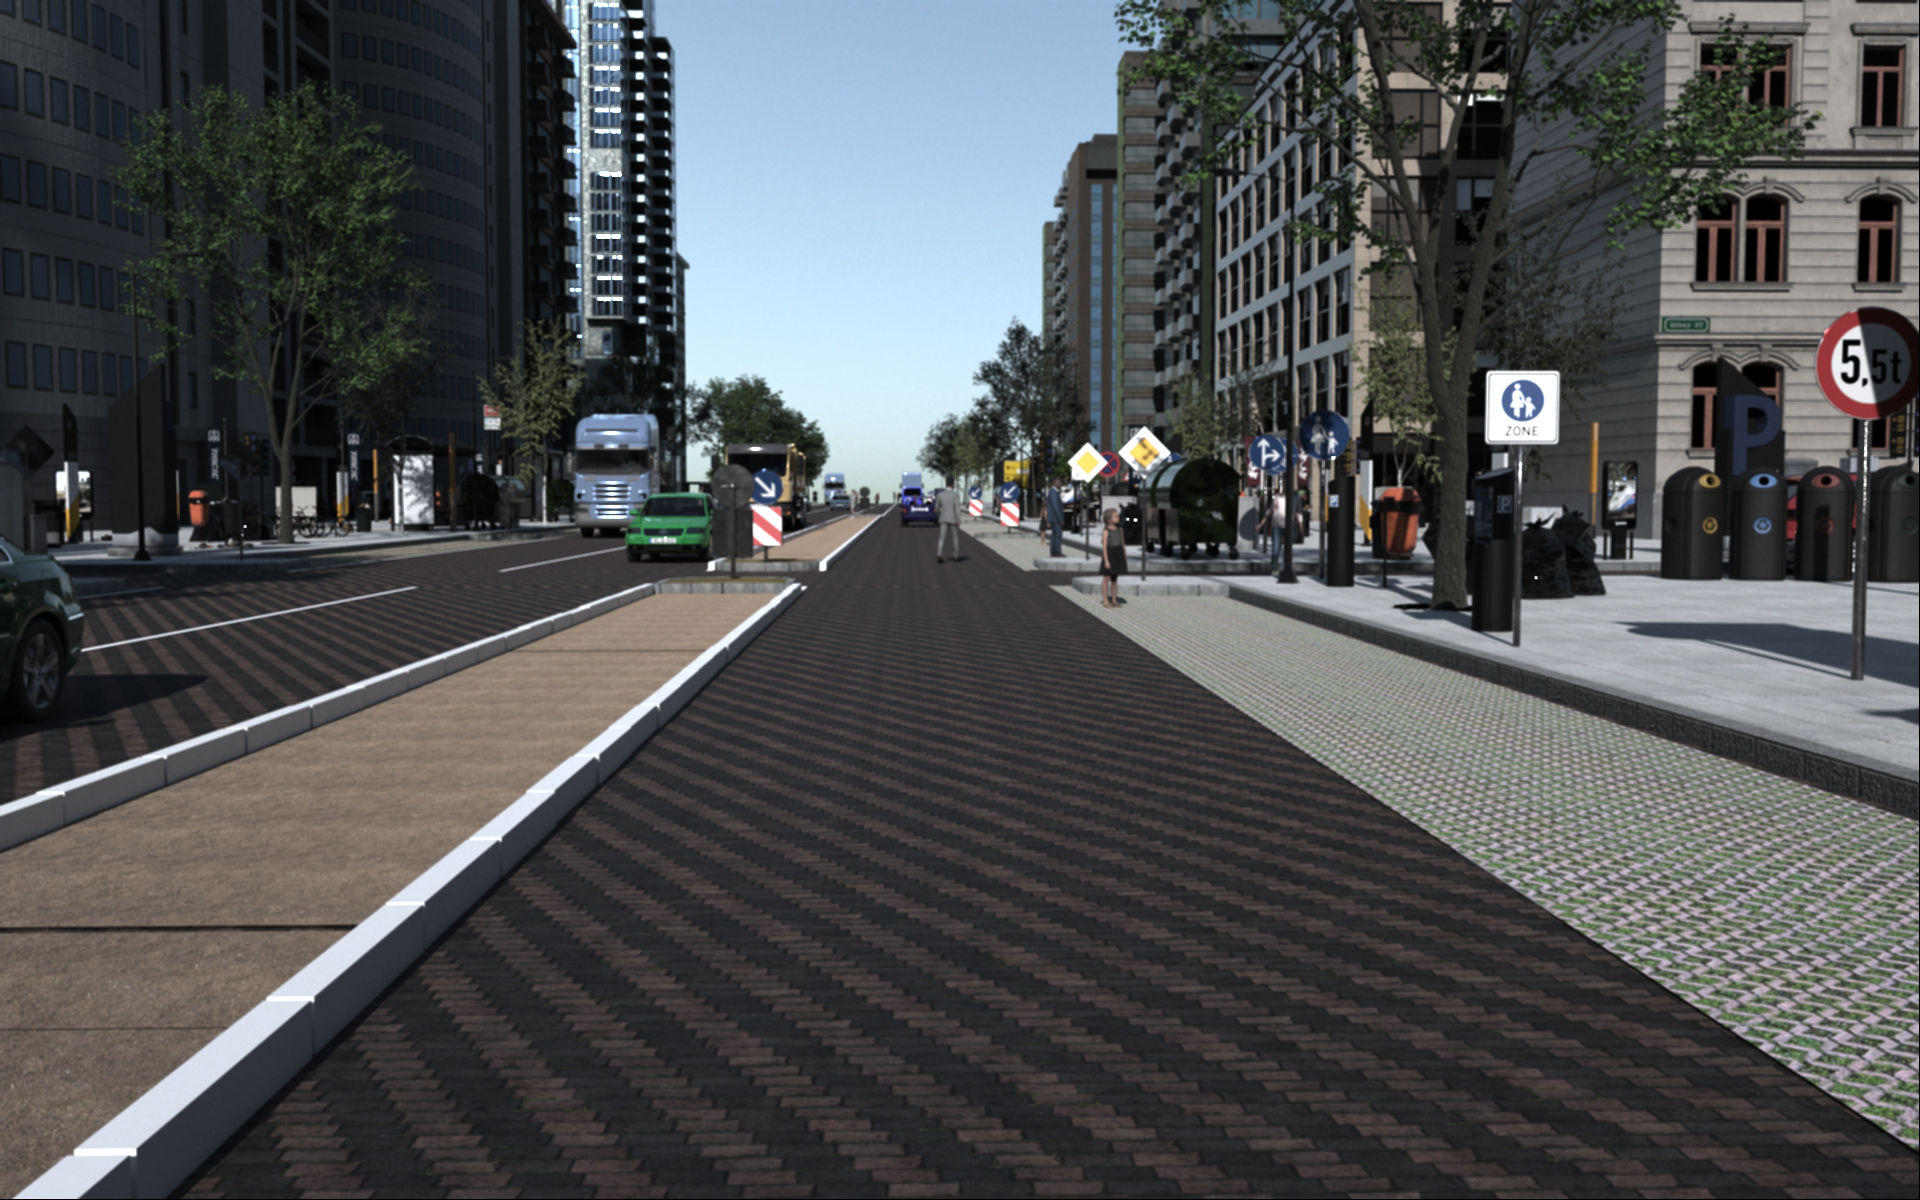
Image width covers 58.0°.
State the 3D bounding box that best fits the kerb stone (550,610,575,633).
[{"bbox_3d":[-4.235,0.244,18.203,0.120,0.150,1.000,0,4,-2],"label":"kerb stone"}]

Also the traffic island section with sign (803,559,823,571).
[{"bbox_3d":[-3.650,-1.524,33.057,2.006,1.907,1.989,0,4,-2],"label":"traffic island section with sign"}]

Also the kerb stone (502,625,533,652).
[{"bbox_3d":[-4.176,0.374,16.159,0.120,0.150,1.000,0,4,-2],"label":"kerb stone"}]

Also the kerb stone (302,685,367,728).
[{"bbox_3d":[-4.010,0.686,11.023,0.120,0.150,1.000,0,4,-2],"label":"kerb stone"}]

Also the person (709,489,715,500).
[{"bbox_3d":[-15.804,-6.245,110.572,1.348,1.831,0.705,3,4,39],"label":"person"}]

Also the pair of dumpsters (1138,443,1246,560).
[{"bbox_3d":[4.714,-2.016,35.451,1.574,2.255,4.437,0,4,-2],"label":"pair of dumpsters"}]

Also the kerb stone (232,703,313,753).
[{"bbox_3d":[-3.984,0.746,10.001,0.120,0.150,1.000,0,4,-2],"label":"kerb stone"}]

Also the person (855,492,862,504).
[{"bbox_3d":[-13.561,-13.400,228.303,1.217,1.736,0.721,-1,4,-17],"label":"person"}]

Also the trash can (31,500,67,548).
[{"bbox_3d":[-21.638,-1.805,41.172,0.748,1.137,0.748,0,3,0],"label":"trash can"}]

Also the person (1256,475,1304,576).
[{"bbox_3d":[5.152,-1.153,28.030,0.731,1.740,0.598,0,4,1],"label":"person"}]

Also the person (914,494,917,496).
[{"bbox_3d":[-3.043,-6.372,115.903,0.599,1.433,0.991,-1,4,-17],"label":"person"}]

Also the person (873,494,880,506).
[{"bbox_3d":[-9.761,-11.665,202.485,1.065,1.426,0.557,3,5,40],"label":"person"}]

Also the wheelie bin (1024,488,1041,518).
[{"bbox_3d":[3.906,-5.188,92.735,0.980,1.594,0.693,1,4,9],"label":"wheelie bin"}]

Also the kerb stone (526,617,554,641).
[{"bbox_3d":[-4.212,0.307,17.181,0.120,0.150,1.000,0,4,-2],"label":"kerb stone"}]

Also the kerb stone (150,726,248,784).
[{"bbox_3d":[-3.959,0.808,8.979,0.120,0.150,1.000,0,4,-2],"label":"kerb stone"}]

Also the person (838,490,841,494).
[{"bbox_3d":[-12.917,-10.802,185.119,0.705,1.824,1.348,2,4,27],"label":"person"}]

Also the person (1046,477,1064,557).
[{"bbox_3d":[2.075,-1.762,37.490,0.419,1.800,0.721,-1,4,-13],"label":"person"}]

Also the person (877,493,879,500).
[{"bbox_3d":[-11.255,-13.985,238.616,0.415,1.643,0.593,-1,4,-20],"label":"person"}]

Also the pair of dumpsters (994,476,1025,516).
[{"bbox_3d":[2.808,-5.834,97.886,1.574,2.255,4.437,0,4,-2],"label":"pair of dumpsters"}]

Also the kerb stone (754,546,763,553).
[{"bbox_3d":[-4.980,-1.231,42.322,0.120,0.150,1.000,0,4,-2],"label":"kerb stone"}]

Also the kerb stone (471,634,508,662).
[{"bbox_3d":[-4.145,0.433,15.124,0.120,0.150,1.000,0,4,-2],"label":"kerb stone"}]

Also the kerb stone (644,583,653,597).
[{"bbox_3d":[-4.421,-0.131,24.344,0.120,0.150,1.000,0,4,-2],"label":"kerb stone"}]

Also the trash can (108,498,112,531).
[{"bbox_3d":[-28.016,-2.825,57.837,0.748,1.137,0.748,0,3,0],"label":"trash can"}]

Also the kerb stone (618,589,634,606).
[{"bbox_3d":[-4.364,-0.002,22.300,0.120,0.150,1.000,0,4,-2],"label":"kerb stone"}]

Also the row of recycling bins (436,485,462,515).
[{"bbox_3d":[-23.371,-4.574,81.890,3.534,1.692,1.069,-2,4,-33],"label":"row of recycling bins"}]

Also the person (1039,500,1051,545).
[{"bbox_3d":[2.376,-2.140,48.164,0.373,1.253,0.362,-1,4,-10],"label":"person"}]

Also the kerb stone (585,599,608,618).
[{"bbox_3d":[-4.296,0.119,20.256,0.120,0.150,1.000,0,4,-2],"label":"kerb stone"}]

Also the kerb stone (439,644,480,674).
[{"bbox_3d":[-4.113,0.495,14.102,0.120,0.150,1.000,0,4,-2],"label":"kerb stone"}]

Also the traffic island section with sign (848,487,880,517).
[{"bbox_3d":[-5.970,-6.118,108.160,2.006,1.907,1.989,0,4,-2],"label":"traffic island section with sign"}]

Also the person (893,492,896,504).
[{"bbox_3d":[-9.290,-14.580,247.704,0.721,1.723,1.217,0,4,-4],"label":"person"}]

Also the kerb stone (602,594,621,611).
[{"bbox_3d":[-4.335,0.057,21.277,0.120,0.150,1.000,0,4,-2],"label":"kerb stone"}]

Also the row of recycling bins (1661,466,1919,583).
[{"bbox_3d":[12.331,-1.139,25.744,3.534,1.692,1.069,1,4,17],"label":"row of recycling bins"}]

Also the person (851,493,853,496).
[{"bbox_3d":[-11.858,-11.325,193.534,0.599,1.838,0.709,-2,4,-23],"label":"person"}]

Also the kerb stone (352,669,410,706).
[{"bbox_3d":[-4.046,0.621,12.044,0.120,0.150,1.000,0,4,-2],"label":"kerb stone"}]

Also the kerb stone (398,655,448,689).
[{"bbox_3d":[-4.081,0.558,13.076,0.120,0.150,1.000,0,4,-2],"label":"kerb stone"}]

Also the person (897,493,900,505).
[{"bbox_3d":[-8.309,-13.682,233.674,0.415,1.643,0.593,1,4,22],"label":"person"}]

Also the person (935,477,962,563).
[{"bbox_3d":[-0.242,-1.678,36.211,0.678,1.792,0.850,2,4,24],"label":"person"}]

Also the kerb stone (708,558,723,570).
[{"bbox_3d":[-4.691,-0.666,33.091,0.120,0.150,1.000,0,4,-2],"label":"kerb stone"}]

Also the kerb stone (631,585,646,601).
[{"bbox_3d":[-4.396,-0.069,23.322,0.120,0.150,1.000,0,4,-2],"label":"kerb stone"}]

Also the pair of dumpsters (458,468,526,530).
[{"bbox_3d":[-17.019,-3.703,63.039,1.574,2.255,4.437,0,4,-2],"label":"pair of dumpsters"}]

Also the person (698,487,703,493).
[{"bbox_3d":[-13.354,-4.949,89.761,0.599,1.781,0.374,-1,4,-11],"label":"person"}]

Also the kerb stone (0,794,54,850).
[{"bbox_3d":[-3.891,0.937,6.933,0.120,0.150,1.000,0,4,-2],"label":"kerb stone"}]

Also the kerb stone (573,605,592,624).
[{"bbox_3d":[-4.266,0.191,19.232,0.120,0.150,1.000,0,4,-2],"label":"kerb stone"}]

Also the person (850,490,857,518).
[{"bbox_3d":[-6.332,-5.702,102.726,0.522,1.701,0.512,-2,4,-28],"label":"person"}]

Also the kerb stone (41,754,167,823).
[{"bbox_3d":[-3.930,0.871,7.955,0.120,0.150,1.000,0,4,-2],"label":"kerb stone"}]

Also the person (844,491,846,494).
[{"bbox_3d":[-13.677,-12.102,206.347,0.705,1.826,1.348,-2,4,-25],"label":"person"}]

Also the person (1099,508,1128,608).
[{"bbox_3d":[1.947,-0.528,21.806,0.362,1.253,0.373,-2,4,-31],"label":"person"}]

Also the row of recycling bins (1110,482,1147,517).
[{"bbox_3d":[6.644,-3.114,58.028,3.534,1.692,1.069,-2,4,-28],"label":"row of recycling bins"}]

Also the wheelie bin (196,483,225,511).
[{"bbox_3d":[-22.007,-2.618,50.710,0.693,1.594,0.980,2,4,30],"label":"wheelie bin"}]

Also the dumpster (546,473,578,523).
[{"bbox_3d":[-17.940,-4.641,78.373,1.502,2.255,1.985,0,4,-2],"label":"dumpster"}]

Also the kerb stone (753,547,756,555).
[{"bbox_3d":[-4.914,-1.105,40.262,0.120,0.150,1.000,0,4,-2],"label":"kerb stone"}]
